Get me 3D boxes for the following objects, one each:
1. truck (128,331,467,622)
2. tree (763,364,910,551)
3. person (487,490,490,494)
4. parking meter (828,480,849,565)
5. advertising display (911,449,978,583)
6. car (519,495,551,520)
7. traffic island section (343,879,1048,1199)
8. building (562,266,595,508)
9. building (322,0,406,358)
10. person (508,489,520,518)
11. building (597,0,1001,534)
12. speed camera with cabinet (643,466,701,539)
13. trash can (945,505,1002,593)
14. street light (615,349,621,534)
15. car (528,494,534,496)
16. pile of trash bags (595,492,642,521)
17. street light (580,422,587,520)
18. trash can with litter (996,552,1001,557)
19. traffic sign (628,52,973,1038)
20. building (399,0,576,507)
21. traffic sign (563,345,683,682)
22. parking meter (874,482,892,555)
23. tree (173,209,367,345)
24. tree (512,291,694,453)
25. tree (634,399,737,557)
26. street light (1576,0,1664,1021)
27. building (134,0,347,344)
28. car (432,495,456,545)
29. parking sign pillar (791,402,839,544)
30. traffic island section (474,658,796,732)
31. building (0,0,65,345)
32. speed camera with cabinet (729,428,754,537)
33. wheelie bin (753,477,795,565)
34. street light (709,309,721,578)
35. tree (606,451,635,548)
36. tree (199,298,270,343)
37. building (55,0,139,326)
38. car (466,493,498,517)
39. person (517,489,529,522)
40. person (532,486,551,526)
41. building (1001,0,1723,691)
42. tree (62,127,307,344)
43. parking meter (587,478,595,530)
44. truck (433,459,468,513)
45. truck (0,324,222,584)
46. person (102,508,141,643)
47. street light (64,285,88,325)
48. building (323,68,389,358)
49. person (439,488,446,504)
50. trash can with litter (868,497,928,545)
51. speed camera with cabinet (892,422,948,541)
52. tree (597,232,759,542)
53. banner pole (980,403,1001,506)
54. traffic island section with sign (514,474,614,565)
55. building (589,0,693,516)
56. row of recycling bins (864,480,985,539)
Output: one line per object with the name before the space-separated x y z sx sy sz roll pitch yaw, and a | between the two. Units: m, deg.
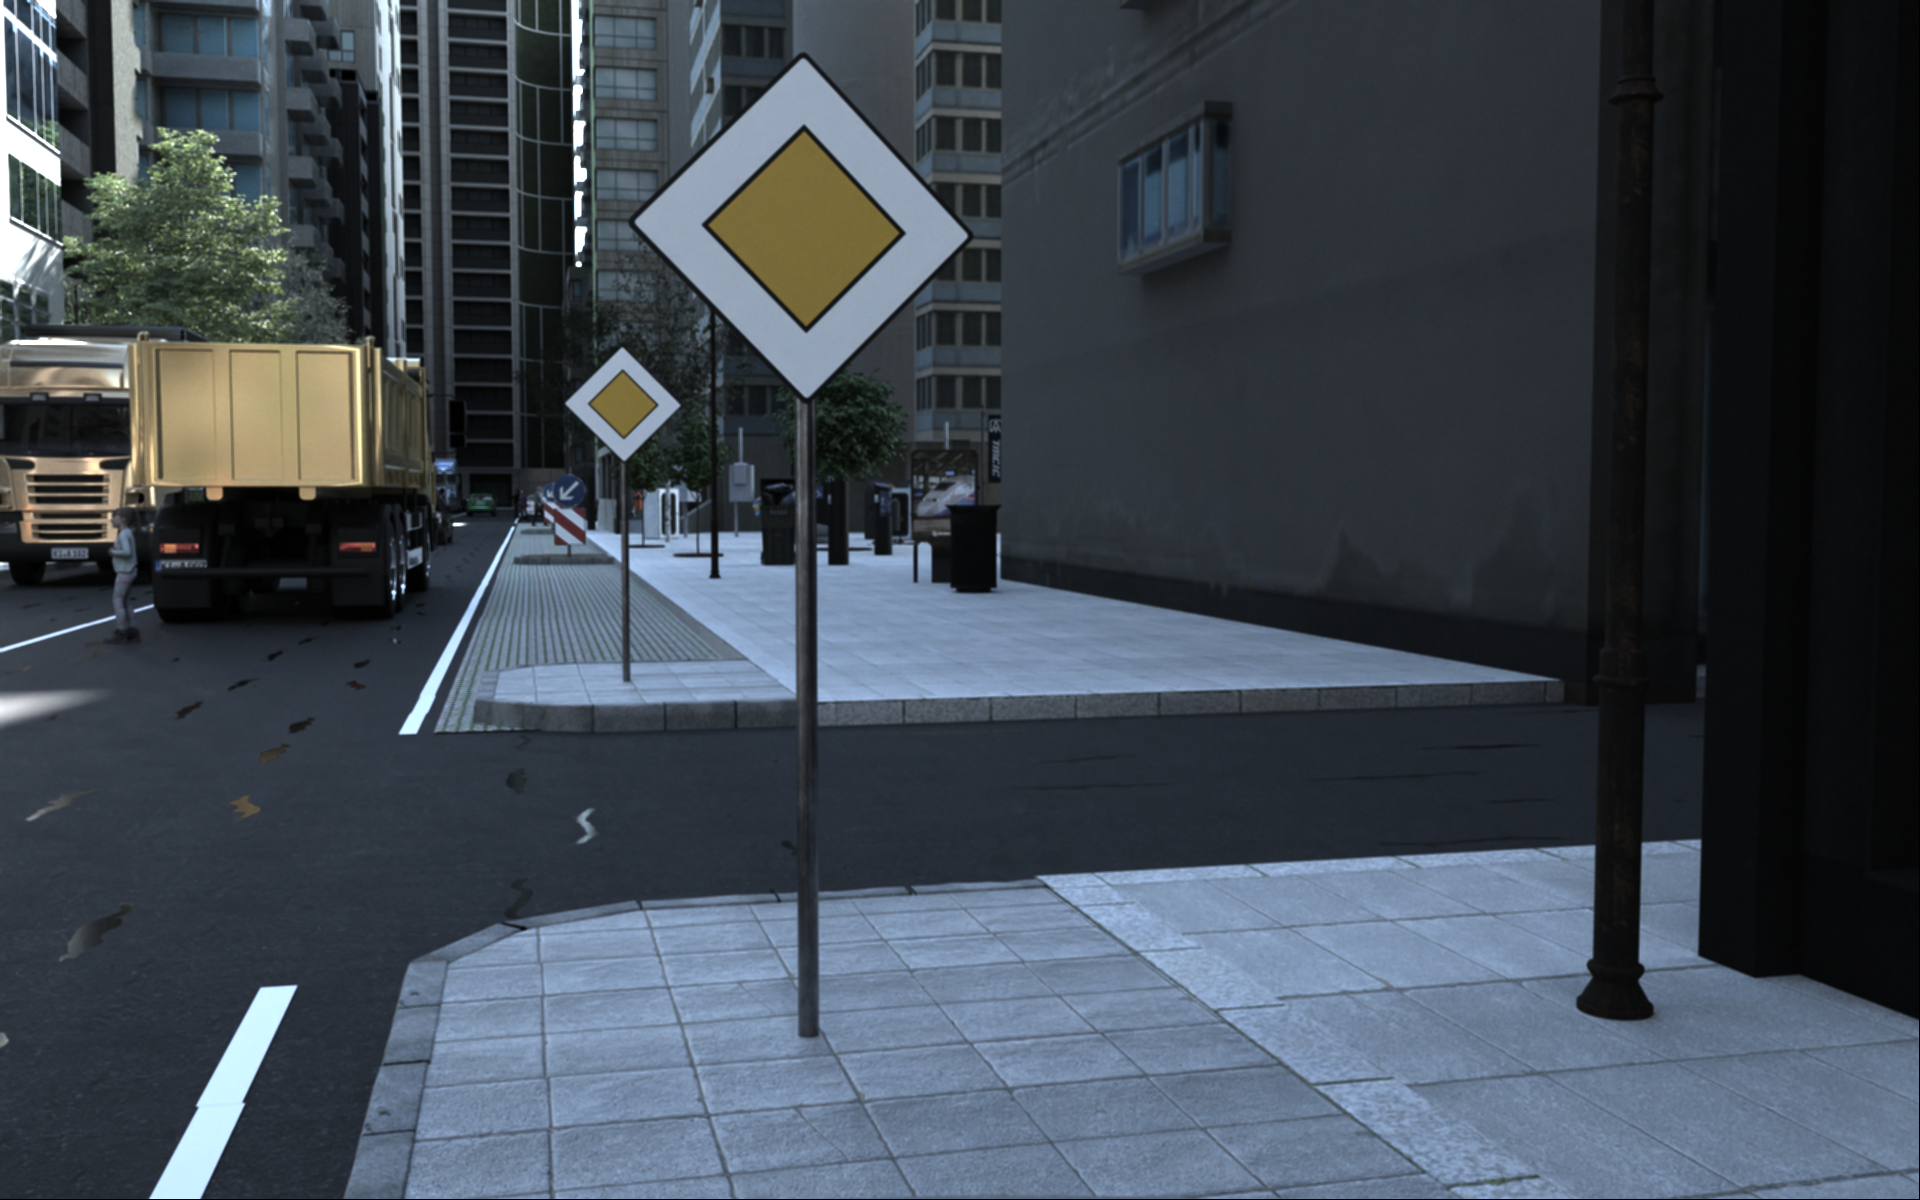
truck | -8.573 -1.667 23.174 3.469 3.379 9.791 -1 4 -13
tree | -2.822 -3.423 39.684 4.285 4.588 4.351 0 3 0
person | -36.103 -7.528 132.305 0.721 1.735 1.217 2 4 26
parking meter | -2.206 -1.406 31.406 0.372 1.533 0.369 0 3 0
advertising display | -0.223 -1.211 25.017 0.974 1.923 0.123 1 4 9
car | -23.616 -5.180 97.059 2.083 1.381 4.827 -1 4 -16
traffic island section | -0.341 1.110 4.128 2.009 0.180 2.903 -1 4 -14
building | -19.630 -18.569 148.642 27.650 21.520 28.899 -1 4 -14
building | -59.075 -33.605 138.674 27.495 52.752 28.713 -1 4 -14
person | -26.447 -5.734 103.066 1.217 1.723 0.721 3 4 36
building | 2.628 -22.885 66.046 32.217 40.220 23.993 -1 4 -14
speed camera with cabinet | -8.285 -3.401 49.936 0.660 3.252 2.038 2 4 28
trash can | 0.178 -0.673 22.654 0.748 1.137 0.748 0 3 0
street light | -10.962 -5.050 55.357 0.468 5.910 1.993 -1 4 -14
car | -37.323 -8.691 152.316 2.015 1.641 3.980 -1 4 -14
pile of trash bags | -16.130 -4.454 82.575 1.912 1.369 3.447 2 4 25
street light | -18.335 -6.854 84.850 0.468 5.910 1.993 -1 4 -14
trash can with litter | 1.139 -1.515 35.823 1.678 1.210 2.233 1 4 14
traffic sign | -0.362 -0.025 4.045 0.795 2.450 0.064 -1 4 -14
building | -48.957 -44.922 172.732 20.611 71.187 20.563 -1 4 -14
traffic sign | -2.285 -0.499 11.796 0.795 2.450 0.064 -1 4 -14
parking meter | -1.615 -1.714 36.436 0.372 1.533 0.369 0 3 0
tree | -30.225 -10.106 75.607 12.009 13.543 11.850 0 3 0
tree | -15.980 -8.844 79.007 8.767 10.594 7.601 -1 4 -17
tree | -5.532 -2.507 35.592 1.663 3.219 1.824 0 3 0
street light | 1.628 -1.917 4.128 0.468 5.910 1.993 -1 4 -14
building | -46.044 -29.000 93.756 23.786 49.044 30.456 -1 4 -14
car | -15.521 -2.440 49.681 2.009 1.686 4.222 -1 4 -13
parking sign pillar | -3.721 -3.450 44.875 1.447 3.967 1.447 0 4 -3
traffic island section | -2.264 0.636 11.879 2.009 0.180 2.903 -1 4 -14
building | -88.168 -50.201 133.460 31.000 86.520 22.319 -1 4 -14
speed camera with cabinet | -5.832 -3.511 51.737 2.038 3.252 0.660 0 4 2
wheelie bin | -3.264 -1.438 31.425 0.980 1.594 0.693 0 4 -6
street light | -3.741 -3.271 26.264 0.468 5.910 1.993 -1 4 -14
tree | -7.545 -2.885 41.763 1.663 3.219 1.824 0 3 0
tree | -26.917 -6.875 62.773 4.360 8.622 3.978 0 3 0
building | -37.113 -17.594 59.360 14.160 30.474 14.107 -1 4 -14
car | -30.978 -6.321 112.151 1.959 1.807 4.718 -1 4 -13
person | -22.756 -4.939 90.172 0.541 1.710 0.530 3 5 43
person | -18.665 -4.170 77.072 0.834 1.777 0.661 0 4 3
building | 11.851 -24.424 23.030 21.600 48.544 21.300 -1 4 -14
tree | -24.112 -8.298 53.802 7.486 12.596 7.792 0 3 0
parking meter | -13.209 -3.443 61.997 0.255 1.863 0.399 -1 4 -18
truck | -40.556 -9.000 136.913 2.967 4.110 18.799 -1 4 -12
truck | -14.710 -2.575 31.017 2.839 4.237 11.283 -1 4 -14
person | -8.098 -0.241 16.725 0.394 1.301 0.425 -3 5 -40
street light | -19.584 -4.021 38.538 0.468 5.910 1.993 -1 4 -14
building | -46.589 -21.125 117.100 14.160 30.474 14.107 -1 4 -14
person | -27.420 -5.068 92.087 0.721 1.735 1.217 -1 4 -14
trash can with litter | -1.361 -2.021 44.095 2.233 1.210 1.678 -1 4 -13
speed camera with cabinet | -1.086 -3.261 47.646 2.038 3.252 0.660 1 4 23
tree | -7.595 -5.860 46.166 4.360 8.622 3.978 0 3 0
banner pole | 0.849 -3.547 48.016 0.863 3.779 0.401 -1 4 -15
traffic island section with sign | -8.189 -1.659 35.758 1.989 1.847 2.006 -1 4 -14
building | -13.118 -25.157 94.906 14.154 41.232 14.086 -1 4 -14
row of recycling bins | -1.022 -2.604 49.681 3.534 1.692 1.069 -1 4 -20
